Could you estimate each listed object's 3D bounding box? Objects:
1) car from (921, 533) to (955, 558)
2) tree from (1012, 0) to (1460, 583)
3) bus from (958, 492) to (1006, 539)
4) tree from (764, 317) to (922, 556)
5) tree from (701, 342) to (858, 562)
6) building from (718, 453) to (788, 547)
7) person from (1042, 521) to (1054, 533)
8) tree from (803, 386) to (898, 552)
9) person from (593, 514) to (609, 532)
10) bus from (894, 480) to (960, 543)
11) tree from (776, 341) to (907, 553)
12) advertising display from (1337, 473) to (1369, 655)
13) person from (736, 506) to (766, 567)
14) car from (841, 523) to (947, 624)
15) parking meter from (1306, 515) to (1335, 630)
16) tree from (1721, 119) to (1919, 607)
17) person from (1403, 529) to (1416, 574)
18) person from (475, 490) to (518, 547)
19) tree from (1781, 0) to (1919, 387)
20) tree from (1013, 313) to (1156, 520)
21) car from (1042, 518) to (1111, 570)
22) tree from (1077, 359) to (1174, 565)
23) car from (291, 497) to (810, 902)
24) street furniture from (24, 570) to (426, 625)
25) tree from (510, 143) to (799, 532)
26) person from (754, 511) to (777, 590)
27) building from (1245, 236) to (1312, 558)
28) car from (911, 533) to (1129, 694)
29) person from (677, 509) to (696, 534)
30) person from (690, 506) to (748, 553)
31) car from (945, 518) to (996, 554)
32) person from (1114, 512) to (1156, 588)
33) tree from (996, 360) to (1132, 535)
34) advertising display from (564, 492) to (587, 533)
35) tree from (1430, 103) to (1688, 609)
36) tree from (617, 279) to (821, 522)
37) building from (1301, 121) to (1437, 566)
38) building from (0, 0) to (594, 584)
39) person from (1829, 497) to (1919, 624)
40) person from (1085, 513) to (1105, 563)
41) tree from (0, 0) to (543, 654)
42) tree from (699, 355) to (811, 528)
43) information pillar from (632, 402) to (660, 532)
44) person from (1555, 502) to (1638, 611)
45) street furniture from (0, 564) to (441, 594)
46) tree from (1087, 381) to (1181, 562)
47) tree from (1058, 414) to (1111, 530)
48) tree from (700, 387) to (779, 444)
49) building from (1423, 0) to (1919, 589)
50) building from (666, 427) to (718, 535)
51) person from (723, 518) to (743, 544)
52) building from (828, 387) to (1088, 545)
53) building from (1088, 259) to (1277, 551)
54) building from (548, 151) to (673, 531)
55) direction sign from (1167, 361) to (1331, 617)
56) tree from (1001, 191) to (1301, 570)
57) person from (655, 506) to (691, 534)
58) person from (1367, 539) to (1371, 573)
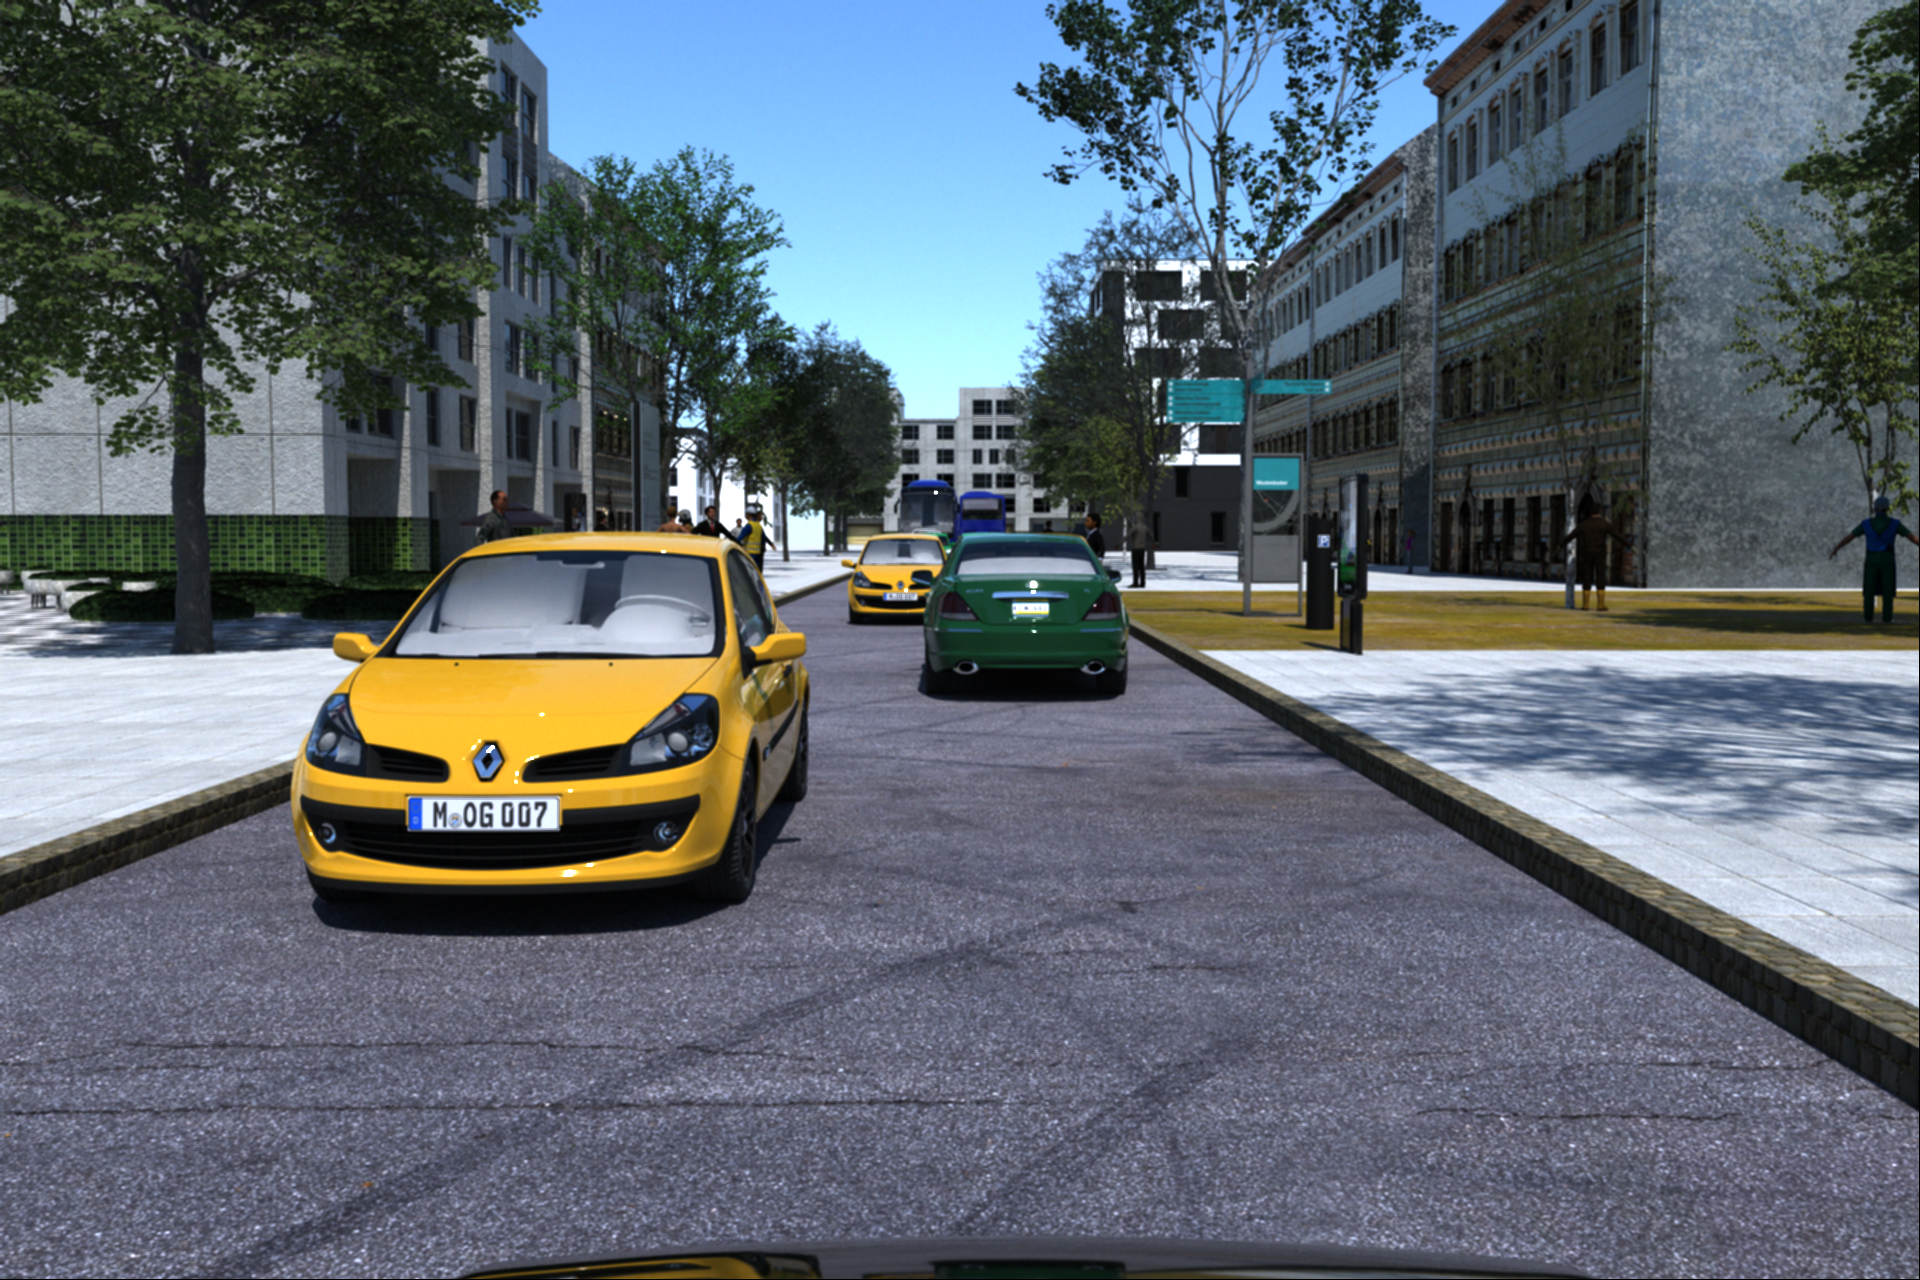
[{"bbox_3d":[-1.126,-3.667,68.755,1.959,1.807,4.718,0,3,0],"label":"car"},{"bbox_3d":[6.095,-11.560,44.890,12.611,20.169,13.585,0,3,0],"label":"tree"},{"bbox_3d":[1.099,-6.601,99.475,2.896,3.916,12.251,0,4,-1],"label":"bus"},{"bbox_3d":[-7.745,-11.545,99.131,12.009,13.543,11.850,0,3,0],"label":"tree"},{"bbox_3d":[-8.328,-8.872,79.463,7.601,10.594,8.767,-2,4,-24],"label":"tree"},{"bbox_3d":[-22.277,-14.523,179.603,9.099,9.664,28.070,0,4,0],"label":"building"},{"bbox_3d":[3.089,-3.182,58.752,0.721,1.740,1.216,-3,4,-36],"label":"person"},{"bbox_3d":[-8.324,-12.675,125.365,7.486,12.596,7.792,0,3,0],"label":"tree"},{"bbox_3d":[-9.748,-2.532,47.340,1.347,1.837,0.705,3,5,44],"label":"person"},{"bbox_3d":[-1.399,-5.538,82.086,2.896,3.916,12.251,0,4,0],"label":"bus"},{"bbox_3d":[-8.063,-12.724,114.692,9.857,13.997,8.962,0,3,0],"label":"tree"},{"bbox_3d":[4.247,-0.829,18.761,0.123,1.923,0.974,0,4,1],"label":"advertising display"},{"bbox_3d":[-4.191,-1.750,34.575,0.705,1.833,1.349,2,4,25],"label":"person"},{"bbox_3d":[-0.929,-1.140,28.856,2.015,1.641,3.980,0,3,0],"label":"car"},{"bbox_3d":[4.842,-0.908,23.252,0.372,1.533,0.369,0,3,0],"label":"parking meter"},{"bbox_3d":[15.764,-4.875,30.064,4.737,8.622,4.395,0,3,0],"label":"tree"},{"bbox_3d":[14.409,-2.840,55.693,0.599,1.433,0.991,0,4,2],"label":"person"},{"bbox_3d":[-5.430,-0.872,20.529,0.705,1.796,1.348,1,4,14],"label":"person"},{"bbox_3d":[13.749,-6.227,19.939,7.486,12.596,7.792,0,3,0],"label":"tree"},{"bbox_3d":[6.479,-10.492,89.672,7.486,12.596,7.792,0,3,0],"label":"tree"},{"bbox_3d":[0.993,-0.740,22.324,2.015,1.641,3.980,0,4,0],"label":"car"},{"bbox_3d":[7.076,-7.403,71.405,4.737,8.622,4.395,0,3,0],"label":"tree"},{"bbox_3d":[-1.667,0.138,7.968,2.015,1.641,3.980,0,4,0],"label":"car"},{"bbox_3d":[-11.798,-0.778,28.343,5.734,0.657,10.072,-3,4,-38],"label":"street furniture"},{"bbox_3d":[-8.263,-7.431,47.257,9.928,11.665,9.643,0,3,0],"label":"tree"},{"bbox_3d":[-4.558,-2.016,39.188,0.704,1.802,1.346,-2,4,-33],"label":"person"},{"bbox_3d":[27.173,-16.278,97.069,19.493,23.208,18.063,0,4,0],"label":"building"},{"bbox_3d":[0.574,-0.313,16.918,2.131,1.459,4.920,0,4,-1],"label":"car"},{"bbox_3d":[-6.296,-2.068,39.584,0.705,1.858,1.354,0,4,-2],"label":"person"},{"bbox_3d":[-4.589,-1.579,32.010,1.347,1.806,0.705,-2,4,-27],"label":"person"},{"bbox_3d":[0.635,-1.935,40.426,1.959,1.807,4.718,0,4,-1],"label":"car"},{"bbox_3d":[4.230,-2.150,41.286,1.348,1.813,0.705,-3,5,-40],"label":"person"},{"bbox_3d":[7.367,-12.478,114.389,12.009,13.543,11.850,0,3,0],"label":"tree"},{"bbox_3d":[-5.969,-1.329,26.938,0.123,1.923,0.974,0,4,1],"label":"advertising display"},{"bbox_3d":[10.663,-4.849,29.649,4.360,8.622,3.978,0,3,0],"label":"tree"},{"bbox_3d":[-8.169,-7.669,59.796,8.767,10.594,7.601,3,4,39],"label":"tree"},{"bbox_3d":[26.826,-15.100,77.816,19.493,23.208,18.063,0,4,0],"label":"building"},{"bbox_3d":[-24.003,-11.701,57.770,16.747,18.905,31.486,0,3,0],"label":"building"},{"bbox_3d":[13.190,-1.143,24.820,1.347,1.817,0.704,2,4,35],"label":"person"},{"bbox_3d":[1.872,-1.002,25.558,0.721,1.740,1.216,-1,4,-16],"label":"person"},{"bbox_3d":[-8.141,-6.154,18.739,7.486,12.596,7.792,0,3,0],"label":"tree"},{"bbox_3d":[-8.347,-7.334,70.273,4.737,8.622,4.395,0,3,0],"label":"tree"},{"bbox_3d":[-5.745,-2.475,31.776,0.184,3.620,1.656,0,4,2],"label":"information pillar"},{"bbox_3d":[10.625,-1.397,28.984,1.346,1.812,0.704,2,4,32],"label":"person"},{"bbox_3d":[-16.738,-1.407,38.625,10.072,0.657,5.734,0,4,2],"label":"street furniture"},{"bbox_3d":[7.694,-7.827,78.328,4.737,8.622,4.395,0,3,0],"label":"tree"},{"bbox_3d":[7.428,-9.108,99.274,4.737,8.622,4.395,0,3,0],"label":"tree"},{"bbox_3d":[-26.622,-21.899,213.938,12.611,20.169,13.585,0,3,0],"label":"tree"},{"bbox_3d":[25.228,-13.340,49.036,19.493,23.208,18.063,0,4,0],"label":"building"},{"bbox_3d":[-25.409,-12.725,150.202,9.099,9.664,28.070,0,4,-1],"label":"building"},{"bbox_3d":[-7.276,-3.117,57.148,1.347,1.806,0.705,-1,4,-13],"label":"person"},{"bbox_3d":[0.008,-21.192,215.399,31.486,18.905,16.747,0,4,1],"label":"building"},{"bbox_3d":[24.539,-18.419,145.121,27.936,21.610,32.646,0,3,0],"label":"building"},{"bbox_3d":[-25.290,-15.542,85.036,19.493,23.208,18.063,0,4,1],"label":"building"},{"bbox_3d":[4.449,-2.290,26.211,2.525,3.948,1.411,0,4,0],"label":"direction sign"},{"bbox_3d":[6.813,-9.255,61.697,12.009,13.543,11.850,0,3,0],"label":"tree"},{"bbox_3d":[-4.702,-1.328,28.523,1.217,1.733,0.721,1,4,8],"label":"person"},{"bbox_3d":[13.217,-3.073,56.706,0.721,1.772,1.216,0,4,-4],"label":"person"}]
